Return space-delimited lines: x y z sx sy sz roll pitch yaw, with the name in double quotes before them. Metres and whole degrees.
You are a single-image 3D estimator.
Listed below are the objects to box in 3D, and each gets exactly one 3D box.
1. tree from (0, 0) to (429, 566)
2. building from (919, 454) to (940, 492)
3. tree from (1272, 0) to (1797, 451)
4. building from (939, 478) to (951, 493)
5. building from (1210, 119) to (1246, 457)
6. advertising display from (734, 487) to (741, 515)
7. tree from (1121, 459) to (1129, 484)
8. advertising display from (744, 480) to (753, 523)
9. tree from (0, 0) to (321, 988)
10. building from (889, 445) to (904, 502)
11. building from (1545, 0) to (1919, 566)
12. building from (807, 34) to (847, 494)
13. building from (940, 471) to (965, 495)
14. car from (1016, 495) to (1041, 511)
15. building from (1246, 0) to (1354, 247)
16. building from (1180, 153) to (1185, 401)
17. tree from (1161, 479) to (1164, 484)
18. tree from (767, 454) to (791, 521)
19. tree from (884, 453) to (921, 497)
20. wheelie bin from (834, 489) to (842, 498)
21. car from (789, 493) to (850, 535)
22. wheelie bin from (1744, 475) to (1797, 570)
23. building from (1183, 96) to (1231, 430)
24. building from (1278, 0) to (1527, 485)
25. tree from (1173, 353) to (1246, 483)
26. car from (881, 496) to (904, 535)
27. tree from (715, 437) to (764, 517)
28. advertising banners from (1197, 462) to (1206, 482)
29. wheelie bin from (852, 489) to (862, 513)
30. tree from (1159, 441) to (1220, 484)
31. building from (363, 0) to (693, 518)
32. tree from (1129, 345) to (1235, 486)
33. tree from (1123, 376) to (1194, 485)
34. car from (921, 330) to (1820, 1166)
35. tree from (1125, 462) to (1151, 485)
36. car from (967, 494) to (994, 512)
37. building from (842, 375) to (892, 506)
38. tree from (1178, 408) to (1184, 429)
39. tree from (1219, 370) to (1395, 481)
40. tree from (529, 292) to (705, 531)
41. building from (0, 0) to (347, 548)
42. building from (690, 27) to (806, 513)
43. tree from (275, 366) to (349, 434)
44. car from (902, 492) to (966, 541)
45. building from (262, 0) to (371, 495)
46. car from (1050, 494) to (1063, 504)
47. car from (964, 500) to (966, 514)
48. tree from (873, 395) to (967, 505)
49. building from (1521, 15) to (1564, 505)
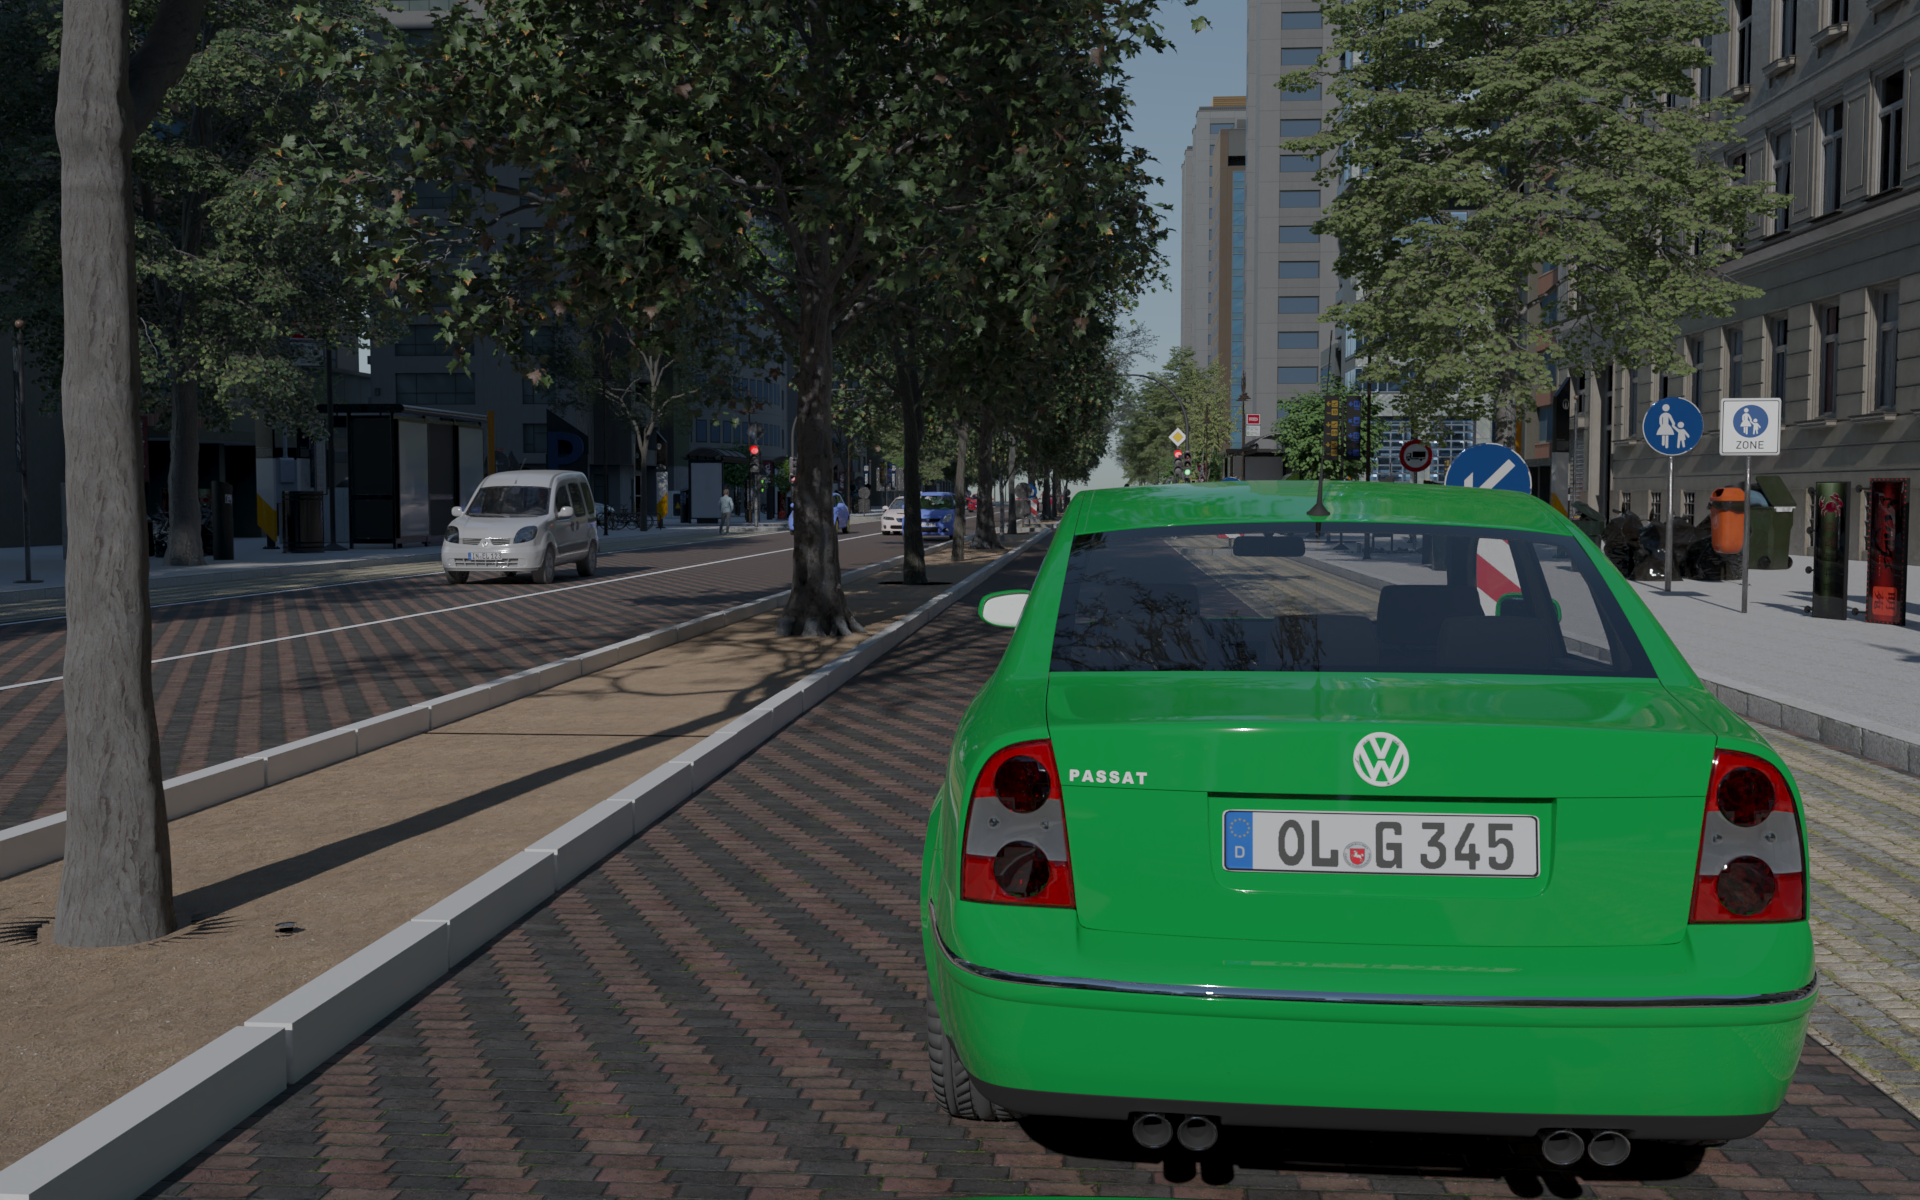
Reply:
"tree" -14.003 -7.599 30.891 9.857 13.997 8.962 0 3 0
"building" -10.602 -29.232 249.642 14.160 30.474 14.107 0 4 5
"tree" 8.727 -6.648 26.830 7.486 12.596 7.792 0 3 0
"building" -11.972 -50.621 265.896 20.563 71.187 20.611 0 4 5
"building" 37.451 -34.077 207.271 14.600 45.320 14.200 0 4 5
"advertising display" -13.554 -6.131 105.454 0.123 1.923 0.974 1 4 12
"tree" 27.884 -21.055 262.378 7.486 12.596 7.792 0 3 0
"advertising display" -9.526 -4.466 78.235 0.123 1.923 0.974 1 4 9
"tree" -2.756 -5.659 5.357 12.009 13.543 11.850 0 3 0
"building" -13.983 -31.622 200.608 14.154 41.232 14.086 0 4 5
"building" 25.167 -12.669 40.416 16.112 22.955 30.059 0 4 5
"building" -18.287 -31.043 157.665 14.600 45.320 14.200 0 4 5
"building" -13.315 -27.356 292.315 27.650 21.520 28.899 0 4 5
"car" 5.773 -8.357 145.672 2.155 1.783 4.494 0 4 3
"building" 37.210 -37.883 161.384 21.231 58.520 28.212 0 4 5
"building" 47.624 -45.798 290.801 21.231 58.520 28.212 0 4 5
"tree" 19.959 -10.674 169.119 1.663 3.219 1.824 0 3 0
"tree" -8.377 -5.468 84.008 1.663 3.219 1.824 0 3 0
"tree" -4.751 -9.504 139.110 4.285 4.588 4.351 0 3 0
"wheelie bin" -8.265 -6.626 116.238 0.693 1.594 0.980 0 4 6
"car" -5.009 -3.192 61.781 1.945 1.707 3.694 0 4 6
"wheelie bin" 13.719 -1.320 29.488 0.980 1.594 0.693 -2 4 -30
"building" 45.659 -44.080 262.707 21.231 58.520 28.212 0 4 5
"building" 36.840 -49.894 128.431 22.319 86.520 31.000 0 4 5
"tree" 12.997 -8.619 91.279 4.737 8.622 4.395 0 3 0
"car" -1.659 -3.021 61.757 2.083 1.381 4.827 0 4 5
"tree" -12.724 -7.074 99.380 4.285 4.588 4.351 0 3 0
"advertising banners" 14.119 -6.097 95.877 2.074 3.025 0.090 0 4 6
"wheelie bin" -6.898 -6.625 116.227 0.693 1.594 0.980 -1 4 -14
"tree" 14.525 -7.757 110.541 4.285 4.588 4.351 0 3 0
"building" -23.445 -19.851 96.271 14.160 30.474 14.107 0 4 5
"tree" 17.147 -13.131 132.816 7.486 12.596 7.792 0 3 0
"tree" 20.934 -16.946 183.727 9.857 13.997 8.962 0 3 0
"car" 0.970 0.216 5.259 1.959 1.807 4.718 0 4 6
"tree" 22.751 -16.093 213.480 4.737 8.622 4.395 0 3 0
"car" 1.623 -7.775 136.154 2.155 1.783 4.494 0 4 4
"building" -22.642 -20.507 180.331 27.650 21.520 28.899 0 4 5
"tree" 18.072 -13.417 153.784 7.601 10.594 8.767 -1 4 -11
"tree" 9.886 -3.809 45.999 4.285 4.588 4.351 0 3 0
"tree" -11.034 -7.628 59.135 8.767 10.594 7.601 1 4 16
"building" -34.093 -24.019 47.338 28.867 44.769 22.147 0 4 5
"building" -23.741 -35.636 124.643 21.231 58.520 28.212 0 4 5
"tree" -34.010 -8.551 90.166 4.737 8.622 4.395 0 3 0
"car" -0.801 -2.723 54.118 1.945 1.707 3.694 0 4 6
"building" -50.435 -31.114 97.952 27.495 52.752 28.713 0 4 5
"car" 11.582 -12.347 210.919 2.155 1.783 4.494 0 4 3
"car" -0.639 -6.253 114.033 2.131 1.459 4.920 0 4 3
"tree" -4.518 -13.951 146.220 7.486 12.596 7.792 0 3 0
"building" 42.959 -26.561 88.897 28.867 44.769 22.147 0 4 5
